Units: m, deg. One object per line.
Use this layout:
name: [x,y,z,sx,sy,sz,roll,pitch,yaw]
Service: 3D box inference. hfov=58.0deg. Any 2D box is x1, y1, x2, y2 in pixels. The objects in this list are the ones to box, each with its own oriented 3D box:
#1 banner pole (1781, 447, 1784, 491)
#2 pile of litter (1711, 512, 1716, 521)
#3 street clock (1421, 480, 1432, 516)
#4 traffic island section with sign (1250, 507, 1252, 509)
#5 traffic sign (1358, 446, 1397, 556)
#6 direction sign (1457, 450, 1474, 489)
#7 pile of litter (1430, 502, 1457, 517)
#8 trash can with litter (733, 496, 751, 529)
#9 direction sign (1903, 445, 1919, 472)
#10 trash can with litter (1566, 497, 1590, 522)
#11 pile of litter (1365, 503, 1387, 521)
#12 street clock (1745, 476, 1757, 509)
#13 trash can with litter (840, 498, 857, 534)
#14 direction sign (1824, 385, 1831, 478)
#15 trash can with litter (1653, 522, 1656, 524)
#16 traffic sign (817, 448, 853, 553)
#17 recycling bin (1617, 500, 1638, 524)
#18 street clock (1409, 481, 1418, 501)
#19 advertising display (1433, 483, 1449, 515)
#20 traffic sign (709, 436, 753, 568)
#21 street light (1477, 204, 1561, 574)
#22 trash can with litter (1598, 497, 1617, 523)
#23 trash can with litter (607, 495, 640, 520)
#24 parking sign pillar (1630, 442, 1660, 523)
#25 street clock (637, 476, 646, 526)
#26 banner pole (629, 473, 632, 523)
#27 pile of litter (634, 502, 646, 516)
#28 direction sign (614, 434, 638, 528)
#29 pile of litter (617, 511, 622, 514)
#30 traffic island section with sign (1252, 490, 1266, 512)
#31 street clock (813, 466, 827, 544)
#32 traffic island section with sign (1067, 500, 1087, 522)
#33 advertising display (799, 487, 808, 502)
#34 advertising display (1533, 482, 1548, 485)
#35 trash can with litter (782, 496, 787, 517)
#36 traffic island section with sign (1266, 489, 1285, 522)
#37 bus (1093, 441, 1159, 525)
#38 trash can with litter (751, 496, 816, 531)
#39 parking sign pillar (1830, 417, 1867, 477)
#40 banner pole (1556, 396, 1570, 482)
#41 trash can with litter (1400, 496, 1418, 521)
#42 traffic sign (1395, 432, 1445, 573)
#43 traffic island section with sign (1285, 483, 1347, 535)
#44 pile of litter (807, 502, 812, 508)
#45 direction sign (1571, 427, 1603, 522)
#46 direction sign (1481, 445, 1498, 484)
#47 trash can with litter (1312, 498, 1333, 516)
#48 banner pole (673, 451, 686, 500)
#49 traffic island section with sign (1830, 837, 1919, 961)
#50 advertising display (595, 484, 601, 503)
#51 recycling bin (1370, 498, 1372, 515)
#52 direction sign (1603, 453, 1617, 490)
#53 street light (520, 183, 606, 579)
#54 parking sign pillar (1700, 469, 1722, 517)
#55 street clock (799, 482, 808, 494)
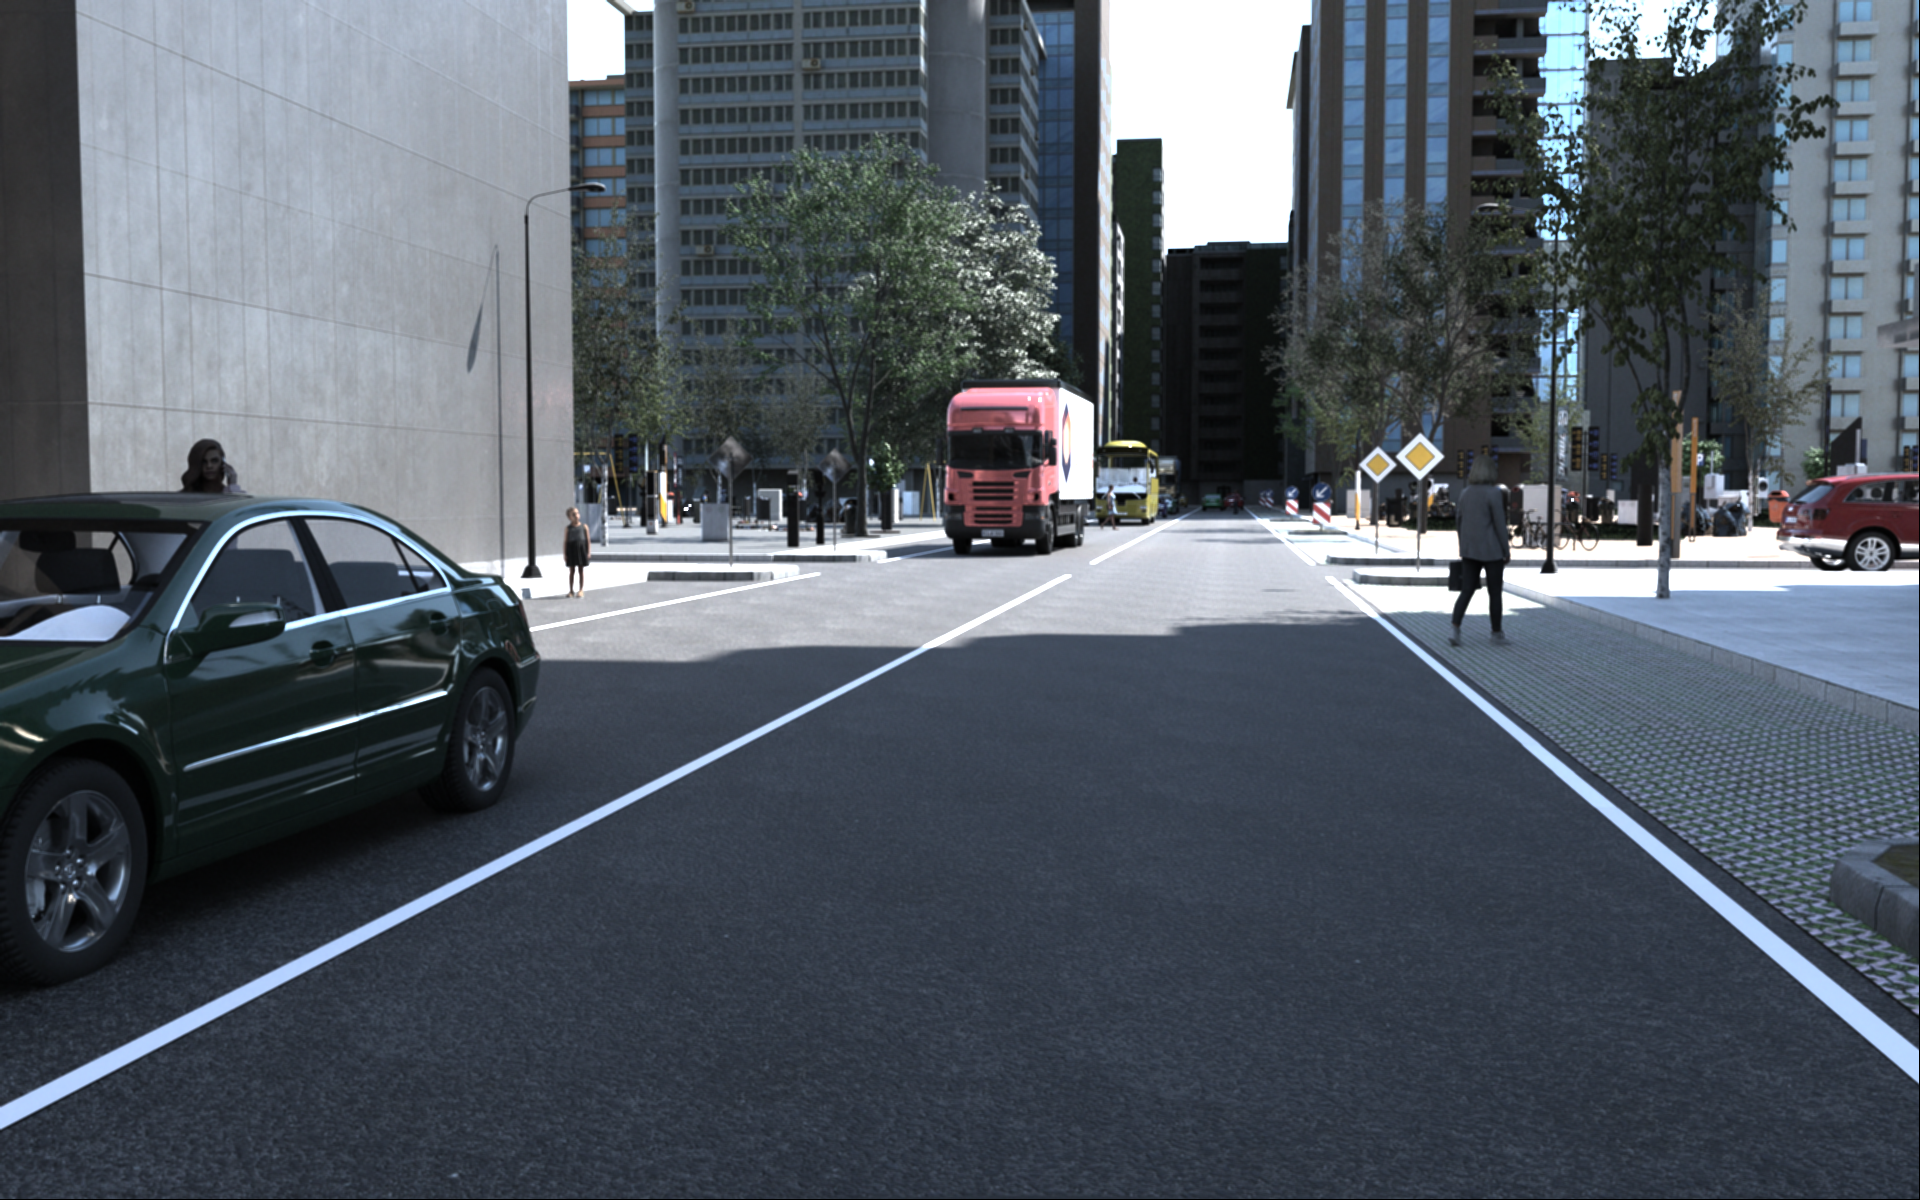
banner pole: [44.051,-6.292,92.883,0.401,3.779,0.863,1,4,23]
pile of litter: [37.089,-4.277,83.901,1.176,0.858,1.719,-3,5,-42]
street clock: [22.918,-4.928,85.147,0.471,2.002,0.358,0,4,2]
traffic island section with sign: [28.485,-9.486,163.727,1.989,1.847,2.006,1,4,9]
traffic sign: [8.671,-1.979,36.003,0.795,2.450,0.064,1,4,9]
direction sign: [25.822,-5.905,88.544,0.876,3.537,0.379,3,5,44]
pile of litter: [25.893,-4.717,91.083,1.719,0.858,1.176,3,5,44]
trash can with litter: [-7.590,-3.236,63.967,2.233,1.210,1.678,1,4,16]
direction sign: [44.436,-5.444,81.011,0.379,3.537,0.876,-1,4,-14]
trash can with litter: [25.426,-3.652,71.104,1.055,1.170,0.624,2,4,26]
pile of litter: [20.213,-4.278,83.914,1.176,0.858,1.719,1,4,18]
street clock: [32.330,-4.052,70.817,0.471,2.002,0.358,-2,4,-33]
trash can with litter: [-3.542,-2.667,54.988,0.624,1.170,1.055,-2,4,-25]
direction sign: [18.212,-2.717,36.426,0.379,3.537,0.876,1,4,22]
trash can with litter: [26.770,-3.414,66.874,1.678,1.210,2.233,2,4,34]
traffic sign: [-2.735,-2.088,37.783,0.795,2.450,0.064,1,4,9]
recycling bin: [26.924,-3.506,69.872,0.722,1.027,0.722,1,4,19]
street clock: [25.756,-5.742,98.449,0.471,2.002,0.358,-1,4,-17]
advertising display: [28.408,-5.942,102.365,0.974,1.923,0.123,0,4,-7]
traffic sign: [-3.957,-1.605,29.891,0.795,2.450,0.064,1,4,9]
street light: [8.971,-3.381,27.827,1.470,5.913,1.316,1,4,9]
trash can with litter: [27.572,-3.783,73.236,1.055,1.170,0.624,0,4,-5]
trash can with litter: [-17.237,-4.653,87.128,2.233,1.210,1.678,1,4,14]
parking sign pillar: [30.514,-5.412,76.952,1.447,3.967,1.447,-3,4,-38]
street clock: [-12.576,-3.930,68.827,0.471,2.002,0.358,2,4,28]
banner pole: [-14.415,-5.248,75.819,0.401,3.779,0.863,0,4,-4]
pile of litter: [-19.216,-5.538,104.515,1.176,0.858,1.719,1,4,21]
direction sign: [-12.612,-4.495,65.495,0.876,3.537,0.379,0,4,1]
pile of litter: [-22.422,-5.929,110.910,1.719,0.858,1.176,0,4,-6]
traffic island section with sign: [24.299,-7.834,136.721,1.989,1.847,2.006,1,4,9]
street clock: [-3.567,-2.425,44.212,0.358,2.002,0.471,0,4,5]
traffic island section with sign: [5.510,-4.920,89.072,1.989,1.847,2.006,1,4,9]
advertising display: [-10.448,-6.655,114.030,0.974,1.923,0.123,-2,4,-28]
advertising display: [30.874,-5.293,91.752,0.974,1.923,0.123,0,4,7]
trash can with litter: [-9.619,-5.279,97.698,1.055,1.170,0.624,1,4,11]
traffic island section with sign: [16.857,-4.897,88.686,1.989,1.847,2.006,1,4,9]
bus: [8.087,-5.616,83.361,2.896,3.916,12.252,1,4,8]
trash can with litter: [-5.975,-3.023,60.481,2.233,1.210,1.678,0,4,2]
parking sign pillar: [31.412,-4.452,61.269,1.447,3.967,1.447,-1,4,-15]
banner pole: [14.989,-3.266,43.410,0.401,3.779,0.863,-1,4,-16]
trash can with litter: [18.670,-3.708,72.008,1.055,1.170,0.624,1,4,13]
traffic sign: [7.449,-1.497,28.111,0.795,2.450,0.064,1,4,9]
traffic island section with sign: [12.523,-3.185,60.711,1.989,1.847,2.006,1,4,9]
pile of litter: [-9.151,-5.376,101.859,1.176,0.858,1.719,3,4,38]
direction sign: [21.009,-4.053,58.266,0.876,3.537,0.379,2,4,26]
direction sign: [24.499,-5.392,80.158,0.379,3.537,0.876,-3,5,-39]
trash can with litter: [20.262,-5.226,96.831,1.055,1.170,0.624,0,4,-7]
banner pole: [-16.218,-6.795,101.120,0.401,3.779,0.863,3,5,39]
traffic island section with sign: [3.967,0.195,5.446,1.989,1.847,2.006,1,4,9]
advertising display: [-22.314,-6.227,107.024,0.123,1.923,0.974,0,4,8]
recycling bin: [24.741,-5.666,105.186,0.722,1.027,0.722,-1,4,-10]
direction sign: [36.038,-6.379,96.297,0.876,3.537,0.379,0,4,4]
street light: [-5.983,-3.276,26.110,1.470,5.913,1.316,1,4,9]
parking sign pillar: [41.340,-6.541,95.415,1.447,3.967,1.447,-2,4,-26]
street clock: [-8.899,-5.737,98.362,0.471,2.002,0.358,2,4,27]
